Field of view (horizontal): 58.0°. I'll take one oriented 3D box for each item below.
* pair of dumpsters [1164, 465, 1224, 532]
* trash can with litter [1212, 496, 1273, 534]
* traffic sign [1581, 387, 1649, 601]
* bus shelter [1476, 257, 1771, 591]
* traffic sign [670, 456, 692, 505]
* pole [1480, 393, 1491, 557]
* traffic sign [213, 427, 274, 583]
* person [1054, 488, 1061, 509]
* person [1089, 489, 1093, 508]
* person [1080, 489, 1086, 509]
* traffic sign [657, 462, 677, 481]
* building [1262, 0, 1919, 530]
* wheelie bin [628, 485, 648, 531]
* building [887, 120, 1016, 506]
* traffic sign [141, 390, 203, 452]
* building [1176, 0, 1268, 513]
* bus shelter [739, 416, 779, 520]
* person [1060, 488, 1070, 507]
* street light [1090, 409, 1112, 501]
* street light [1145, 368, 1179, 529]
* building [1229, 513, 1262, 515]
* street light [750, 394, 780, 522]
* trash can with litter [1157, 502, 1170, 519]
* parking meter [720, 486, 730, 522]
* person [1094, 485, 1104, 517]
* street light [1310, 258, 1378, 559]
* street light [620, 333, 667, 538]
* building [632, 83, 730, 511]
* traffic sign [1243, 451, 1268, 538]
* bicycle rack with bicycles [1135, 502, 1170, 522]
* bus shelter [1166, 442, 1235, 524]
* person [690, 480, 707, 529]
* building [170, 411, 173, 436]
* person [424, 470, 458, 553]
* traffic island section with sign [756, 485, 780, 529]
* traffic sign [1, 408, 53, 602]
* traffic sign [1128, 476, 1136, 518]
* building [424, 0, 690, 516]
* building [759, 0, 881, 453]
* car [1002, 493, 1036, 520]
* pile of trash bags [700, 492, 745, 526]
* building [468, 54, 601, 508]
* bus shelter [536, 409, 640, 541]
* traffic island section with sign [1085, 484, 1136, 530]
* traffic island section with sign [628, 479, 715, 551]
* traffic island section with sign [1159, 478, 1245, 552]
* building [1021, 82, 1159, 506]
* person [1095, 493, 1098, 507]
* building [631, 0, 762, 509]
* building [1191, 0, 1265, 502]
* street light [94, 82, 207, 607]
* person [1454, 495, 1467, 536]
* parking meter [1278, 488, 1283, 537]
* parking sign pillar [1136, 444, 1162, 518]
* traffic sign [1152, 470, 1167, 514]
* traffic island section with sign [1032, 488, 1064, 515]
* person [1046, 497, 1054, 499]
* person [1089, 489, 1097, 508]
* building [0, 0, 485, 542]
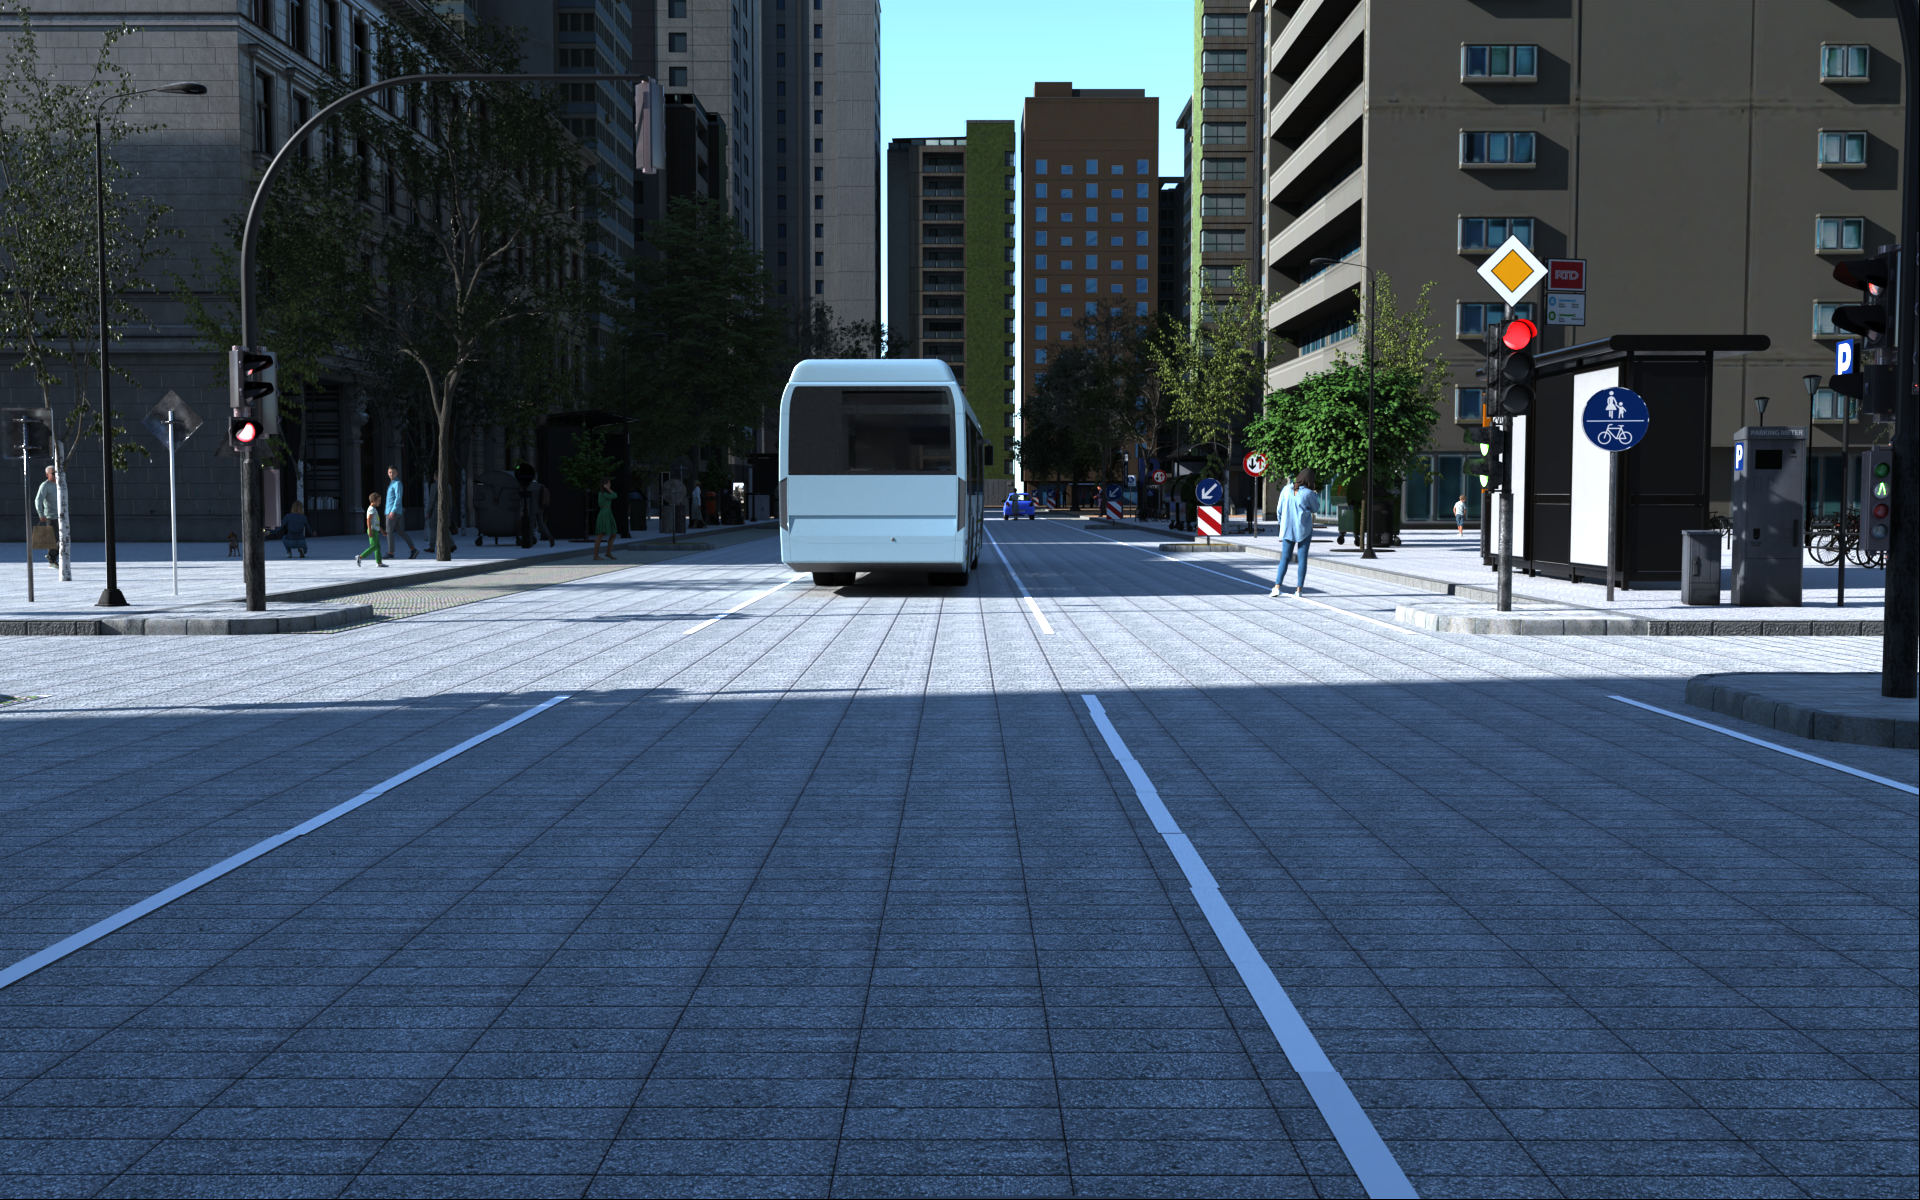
[{"bbox_3d":[8.201,-3.559,60.679,1.574,2.255,4.437,0,3,0],"label":"pair of dumpsters"},{"bbox_3d":[8.785,-2.734,55.752,2.233,1.210,1.678,-1,4,-14],"label":"trash can with litter"},{"bbox_3d":[7.793,-1.258,20.677,0.768,2.556,0.104,1,4,9],"label":"traffic sign"},{"bbox_3d":[9.601,-3.024,27.077,2.179,5.291,8.768,0,4,0],"label":"bus shelter"},{"bbox_3d":[-9.393,-3.563,58.354,0.768,2.556,0.104,0,4,7],"label":"traffic sign"},{"bbox_3d":[10.654,-2.520,35.051,0.158,3.312,0.155,0,3,0],"label":"pole"},{"bbox_3d":[-10.306,-1.524,24.924,0.884,2.594,0.081,0,4,3],"label":"traffic sign"},{"bbox_3d":[8.470,-8.968,152.606,0.705,1.831,1.348,3,4,38],"label":"person"},{"bbox_3d":[12.092,-9.313,159.102,0.721,1.735,1.217,0,4,-5],"label":"person"},{"bbox_3d":[10.891,-9.007,154.020,0.721,1.743,1.217,1,4,18],"label":"person"},{"bbox_3d":[-11.880,-4.301,70.318,0.884,2.594,0.081,0,4,4],"label":"traffic sign"},{"bbox_3d":[25.168,-27.377,71.311,21.300,48.544,21.600,0,4,0],"label":"building"},{"bbox_3d":[-11.293,-3.226,60.657,0.693,1.594,0.980,-1,4,-17],"label":"wheelie bin"},{"bbox_3d":[-1.000,-31.134,192.639,14.086,41.232,14.154,0,4,0],"label":"building"},{"bbox_3d":[-9.975,-1.358,21.943,0.795,2.593,0.064,0,4,2],"label":"traffic sign"},{"bbox_3d":[32.294,-27.992,149.546,32.217,40.220,23.993,0,4,0],"label":"building"},{"bbox_3d":[-10.094,-6.884,90.181,2.179,5.291,8.768,0,4,0],"label":"bus shelter"},{"bbox_3d":[9.983,-9.759,165.633,1.348,1.821,0.705,2,4,30],"label":"person"},{"bbox_3d":[7.644,-7.430,94.022,1.470,5.913,1.316,0,4,0],"label":"street light"},{"bbox_3d":[7.546,-5.603,64.152,1.470,5.913,1.316,0,4,0],"label":"street light"},{"bbox_3d":[32.635,-25.620,110.768,32.217,40.220,23.993,0,4,0],"label":"building"},{"bbox_3d":[-9.043,-6.587,80.236,1.470,5.913,1.316,0,4,0],"label":"street light"},{"bbox_3d":[10.423,-4.664,87.640,1.055,1.170,0.624,2,4,33],"label":"trash can with litter"},{"bbox_3d":[-10.593,-4.432,78.167,0.399,1.863,0.255,-2,4,-24],"label":"parking meter"},{"bbox_3d":[7.808,-5.561,97.413,0.568,1.767,0.683,0,4,-6],"label":"person"},{"bbox_3d":[7.597,-3.776,34.271,1.470,5.913,1.316,0,4,0],"label":"street light"},{"bbox_3d":[-9.162,-4.745,50.129,1.470,5.913,1.316,0,4,0],"label":"street light"},{"bbox_3d":[-24.666,-21.633,125.405,14.160,30.474,14.107,0,4,0],"label":"building"},{"bbox_3d":[8.641,-3.086,50.554,0.768,2.556,0.104,1,4,10],"label":"traffic sign"},{"bbox_3d":[9.124,-4.064,79.821,2.852,0.926,2.925,3,5,41],"label":"bicycle rack with bicycles"},{"bbox_3d":[9.611,-4.631,69.645,2.014,3.302,5.546,0,3,0],"label":"bus shelter"},{"bbox_3d":[-9.640,-3.522,63.857,0.641,1.798,0.478,0,4,6],"label":"person"},{"bbox_3d":[-53.014,-37.220,150.538,28.212,58.520,21.231,0,4,0],"label":"building"},{"bbox_3d":[-11.403,-1.944,37.937,0.767,1.812,0.694,2,4,28],"label":"person"},{"bbox_3d":[-7.308,-3.838,71.371,1.989,1.847,2.006,0,4,0],"label":"traffic island section with sign"},{"bbox_3d":[-11.056,-1.127,20.554,0.606,2.300,0.079,0,4,1],"label":"traffic sign"},{"bbox_3d":[9.308,-5.650,94.504,0.606,2.300,0.079,0,4,1],"label":"traffic sign"},{"bbox_3d":[-33.347,-25.327,105.978,32.217,40.220,23.993,0,4,0],"label":"building"},{"bbox_3d":[-23.080,-39.958,195.314,28.212,58.520,21.231,0,4,0],"label":"building"},{"bbox_3d":[3.308,-5.354,97.123,1.945,1.707,3.694,0,4,0],"label":"car"},{"bbox_3d":[-9.994,-3.788,71.683,1.912,1.369,3.447,0,4,3],"label":"pile of trash bags"},{"bbox_3d":[-23.951,-14.749,77.303,11.583,22.565,21.152,0,4,0],"label":"building"},{"bbox_3d":[-10.830,-3.643,50.852,1.731,3.624,6.357,0,4,0],"label":"bus shelter"},{"bbox_3d":[6.117,-3.800,70.762,1.989,1.847,2.006,0,4,0],"label":"traffic island section with sign"},{"bbox_3d":[-7.356,-2.189,44.416,1.989,1.847,2.006,0,4,0],"label":"traffic island section with sign"},{"bbox_3d":[6.056,-2.138,43.591,1.989,1.847,2.006,0,4,0],"label":"traffic island section with sign"},{"bbox_3d":[14.021,-33.128,191.748,14.200,45.320,14.600,0,4,0],"label":"building"},{"bbox_3d":[13.249,-9.728,168.323,0.991,1.433,0.599,-3,5,-41],"label":"person"},{"bbox_3d":[-28.603,-43.538,150.101,20.611,71.187,20.563,0,4,0],"label":"building"},{"bbox_3d":[24.283,-27.323,130.319,14.154,41.232,14.086,0,4,0],"label":"building"},{"bbox_3d":[-9.191,-2.884,19.695,1.470,5.913,1.316,0,4,0],"label":"street light"},{"bbox_3d":[15.207,-2.565,52.667,0.352,1.250,0.332,-2,4,-26],"label":"person"},{"bbox_3d":[9.707,-2.649,51.722,0.372,1.533,0.369,0,3,0],"label":"parking meter"},{"bbox_3d":[10.136,-6.357,92.415,1.447,3.967,1.447,0,3,0],"label":"parking sign pillar"},{"bbox_3d":[10.369,-5.507,90.139,0.768,2.556,0.104,0,4,1],"label":"traffic sign"},{"bbox_3d":[6.239,-6.890,121.277,1.989,1.847,2.006,0,4,0],"label":"traffic island section with sign"},{"bbox_3d":[9.025,-10.062,172.980,0.705,1.831,1.348,3,4,36],"label":"person"},{"bbox_3d":[12.554,-9.675,164.166,0.705,1.831,1.348,-2,4,-25],"label":"person"},{"bbox_3d":[-23.177,-11.969,46.596,10.553,20.767,40.483,0,4,0],"label":"building"}]
